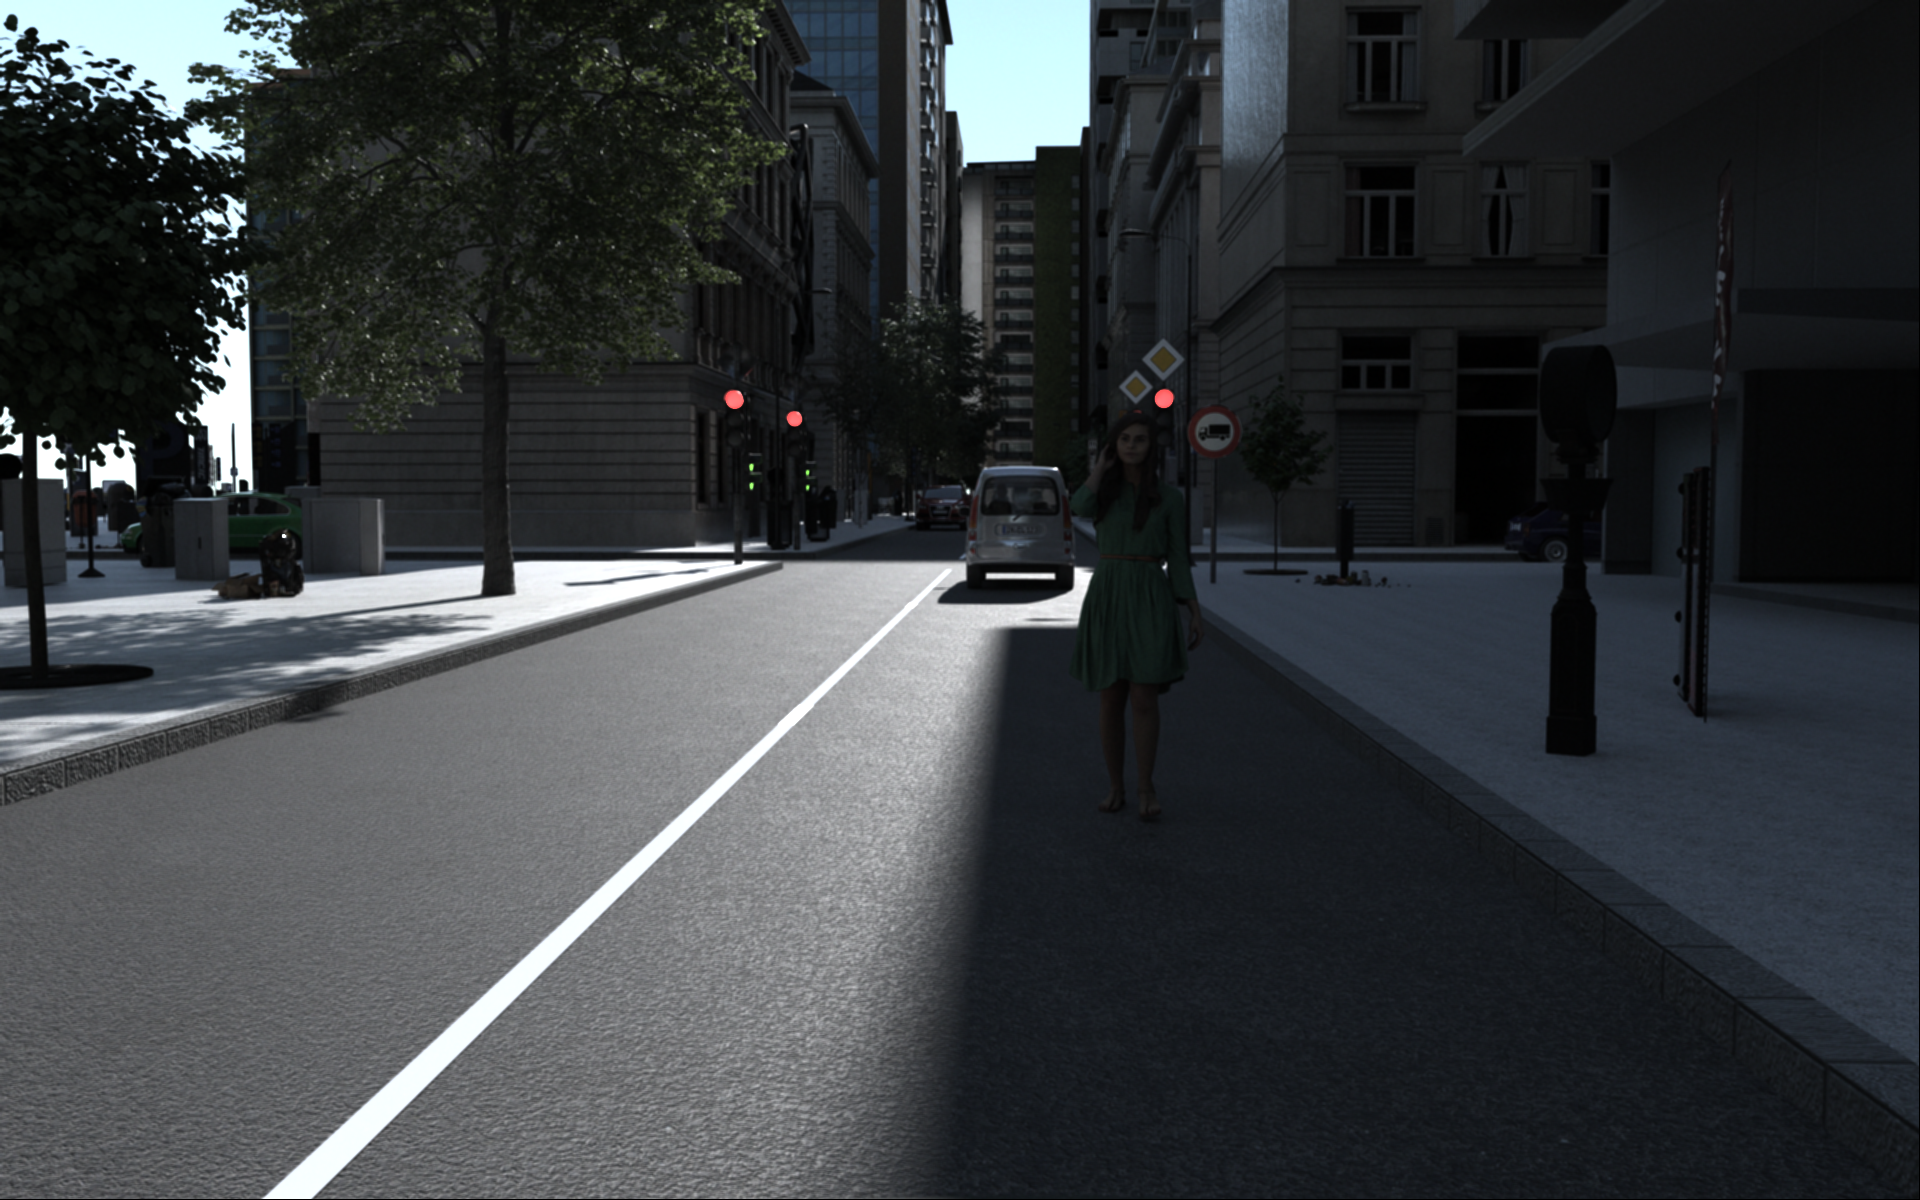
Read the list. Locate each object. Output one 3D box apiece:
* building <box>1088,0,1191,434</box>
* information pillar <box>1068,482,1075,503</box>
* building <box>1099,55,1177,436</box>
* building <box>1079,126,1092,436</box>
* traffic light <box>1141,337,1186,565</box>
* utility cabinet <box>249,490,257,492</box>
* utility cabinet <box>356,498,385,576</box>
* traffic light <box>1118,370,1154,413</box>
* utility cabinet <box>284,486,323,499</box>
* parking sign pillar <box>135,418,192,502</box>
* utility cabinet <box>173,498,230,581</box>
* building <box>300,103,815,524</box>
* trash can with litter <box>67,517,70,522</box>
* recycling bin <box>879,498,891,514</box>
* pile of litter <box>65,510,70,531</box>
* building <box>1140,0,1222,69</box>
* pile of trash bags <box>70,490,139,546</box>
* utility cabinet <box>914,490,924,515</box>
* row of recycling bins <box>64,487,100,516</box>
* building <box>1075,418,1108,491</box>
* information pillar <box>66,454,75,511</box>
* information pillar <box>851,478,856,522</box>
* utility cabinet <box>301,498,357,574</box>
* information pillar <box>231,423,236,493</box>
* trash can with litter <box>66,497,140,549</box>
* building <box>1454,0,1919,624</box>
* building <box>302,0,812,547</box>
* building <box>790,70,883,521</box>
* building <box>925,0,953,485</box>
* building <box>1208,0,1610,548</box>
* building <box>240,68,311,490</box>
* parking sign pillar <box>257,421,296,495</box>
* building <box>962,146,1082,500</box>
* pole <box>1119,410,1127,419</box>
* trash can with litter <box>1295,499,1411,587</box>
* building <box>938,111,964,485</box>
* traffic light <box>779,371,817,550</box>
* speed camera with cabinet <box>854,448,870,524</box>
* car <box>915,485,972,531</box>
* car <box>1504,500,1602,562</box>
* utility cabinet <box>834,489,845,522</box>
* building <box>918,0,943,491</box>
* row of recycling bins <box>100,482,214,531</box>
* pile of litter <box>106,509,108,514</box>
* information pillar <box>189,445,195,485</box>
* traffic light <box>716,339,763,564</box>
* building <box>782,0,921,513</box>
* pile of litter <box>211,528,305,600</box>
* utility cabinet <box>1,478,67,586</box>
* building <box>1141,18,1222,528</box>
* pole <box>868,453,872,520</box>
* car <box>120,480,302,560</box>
[{"bbox_3d":[25.212,-34.449,152.480,28.713,52.752,27.495,0,4,2],"label":"building"},{"bbox_3d":[6.902,-6.279,107.160,0.304,2.012,0.304,3,4,36],"label":"information pillar"},{"bbox_3d":[14.805,-18.571,100.900,12.463,27.353,25.104,0,4,2],"label":"building"},{"bbox_3d":[21.401,-34.011,206.190,14.200,45.320,14.600,0,4,2],"label":"building"},{"bbox_3d":[3.630,-2.586,31.205,0.839,4.253,0.868,0,4,2],"label":"traffic light"},{"bbox_3d":[-38.977,-5.350,96.157,1.173,1.500,0.318,0,4,-4],"label":"utility cabinet"},{"bbox_3d":[-9.357,-1.005,27.598,0.306,1.237,1.020,-1,4,-13],"label":"utility cabinet"},{"bbox_3d":[3.949,-3.074,39.184,0.839,4.253,0.868,0,4,2],"label":"traffic light"},{"bbox_3d":[-18.854,-2.516,49.817,1.173,1.500,0.318,1,4,21],"label":"utility cabinet"},{"bbox_3d":[-21.021,-3.499,45.687,1.447,3.967,1.447,-2,4,-33],"label":"parking sign pillar"},{"bbox_3d":[-11.346,-0.901,25.892,1.020,1.237,0.306,2,4,35],"label":"utility cabinet"},{"bbox_3d":[-14.434,-12.328,69.007,16.820,18.784,16.811,0,4,2],"label":"building"},{"bbox_3d":[-38.304,-3.909,75.299,0.624,1.170,1.055,1,4,20],"label":"trash can with litter"},{"bbox_3d":[-4.948,-6.224,114.323,0.722,1.027,0.722,0,4,8],"label":"recycling bin"},{"bbox_3d":[-31.622,-2.899,61.365,1.176,0.858,1.719,-2,4,-33],"label":"pile of litter"},{"bbox_3d":[26.270,-26.619,127.105,32.217,40.220,23.993,0,4,2],"label":"building"},{"bbox_3d":[-20.438,-2.055,43.348,3.447,1.369,1.912,0,4,-5],"label":"pile of trash bags"},{"bbox_3d":[-2.438,-5.944,105.860,0.318,1.500,1.173,-2,4,-28],"label":"utility cabinet"},{"bbox_3d":[-51.142,-5.694,100.215,3.534,1.692,1.069,0,4,6],"label":"row of recycling bins"},{"bbox_3d":[21.964,-45.127,176.074,20.563,71.187,20.611,0,4,2],"label":"building"},{"bbox_3d":[-41.740,-5.504,81.349,0.183,3.616,0.504,1,4,15],"label":"information pillar"},{"bbox_3d":[-4.855,-4.661,80.694,0.304,2.012,0.304,2,4,24],"label":"information pillar"},{"bbox_3d":[-10.185,-1.043,28.207,0.306,1.237,1.020,3,4,38],"label":"utility cabinet"},{"bbox_3d":[-23.738,-3.993,56.645,0.183,3.616,0.504,-1,4,-20],"label":"information pillar"},{"bbox_3d":[-20.060,-1.825,40.897,2.233,1.210,1.678,-3,5,-41],"label":"trash can with litter"},{"bbox_3d":[20.885,-25.954,13.590,28.713,52.752,27.495,0,4,2],"label":"building"},{"bbox_3d":[-10.783,-11.388,50.822,10.561,19.102,19.286,0,4,2],"label":"building"},{"bbox_3d":[-10.475,-16.133,92.651,11.050,23.489,19.941,0,4,2],"label":"building"},{"bbox_3d":[-15.021,-35.800,174.571,27.495,52.752,28.713,0,4,2],"label":"building"},{"bbox_3d":[22.244,-13.114,47.690,30.059,22.955,16.112,0,4,2],"label":"building"},{"bbox_3d":[-57.186,-32.073,179.019,28.867,44.769,22.147,0,4,2],"label":"building"},{"bbox_3d":[-24.897,-4.562,63.061,1.447,3.967,1.447,-2,4,-27],"label":"parking sign pillar"},{"bbox_3d":[7.253,-31.979,206.456,14.086,41.232,14.154,0,4,2],"label":"building"},{"bbox_3d":[3.972,-2.962,42.265,0.158,3.312,0.155,0,3,0],"label":"pole"},{"bbox_3d":[5.694,-0.850,24.957,1.678,1.210,2.233,1,4,18],"label":"trash can with litter"},{"bbox_3d":[-10.443,-35.875,210.263,21.600,48.544,21.300,0,4,2],"label":"building"},{"bbox_3d":[-3.707,-3.092,39.473,0.839,4.253,0.868,0,4,2],"label":"traffic light"},{"bbox_3d":[-4.212,-4.887,74.246,0.660,3.252,2.038,0,4,-1],"label":"speed camera with cabinet"},{"bbox_3d":[-0.607,-3.726,69.599,2.281,1.827,5.304,0,4,4],"label":"car"},{"bbox_3d":[13.065,-1.359,34.795,3.894,1.354,1.945,0,4,3],"label":"car"},{"bbox_3d":[-5.724,-4.277,78.609,0.318,1.500,1.173,2,4,35],"label":"utility cabinet"},{"bbox_3d":[-13.352,-32.069,143.943,23.786,49.044,30.456,0,4,2],"label":"building"},{"bbox_3d":[-28.381,-3.328,61.519,3.534,1.692,1.069,-3,5,-43],"label":"row of recycling bins"},{"bbox_3d":[-54.571,-5.905,110.508,1.176,0.858,1.719,-1,4,-9],"label":"pile of litter"},{"bbox_3d":[-36.565,-5.587,82.698,0.504,3.616,0.183,1,4,13],"label":"information pillar"},{"bbox_3d":[-4.026,-2.604,31.494,0.839,4.253,0.868,0,4,2],"label":"traffic light"},{"bbox_3d":[-10.110,-28.830,121.484,14.600,45.320,14.200,0,4,2],"label":"building"},{"bbox_3d":[-8.853,-0.478,21.784,1.176,0.858,1.719,0,4,4],"label":"pile of litter"},{"bbox_3d":[-12.942,-0.950,24.208,0.318,1.500,1.173,0,4,-3],"label":"utility cabinet"},{"bbox_3d":[15.353,-14.341,76.271,13.314,21.916,24.055,0,4,2],"label":"building"},{"bbox_3d":[-4.424,-5.581,85.091,0.158,3.312,0.155,0,3,0],"label":"pole"},{"bbox_3d":[-15.232,-1.696,36.533,4.718,1.807,1.959,0,4,2],"label":"car"}]
